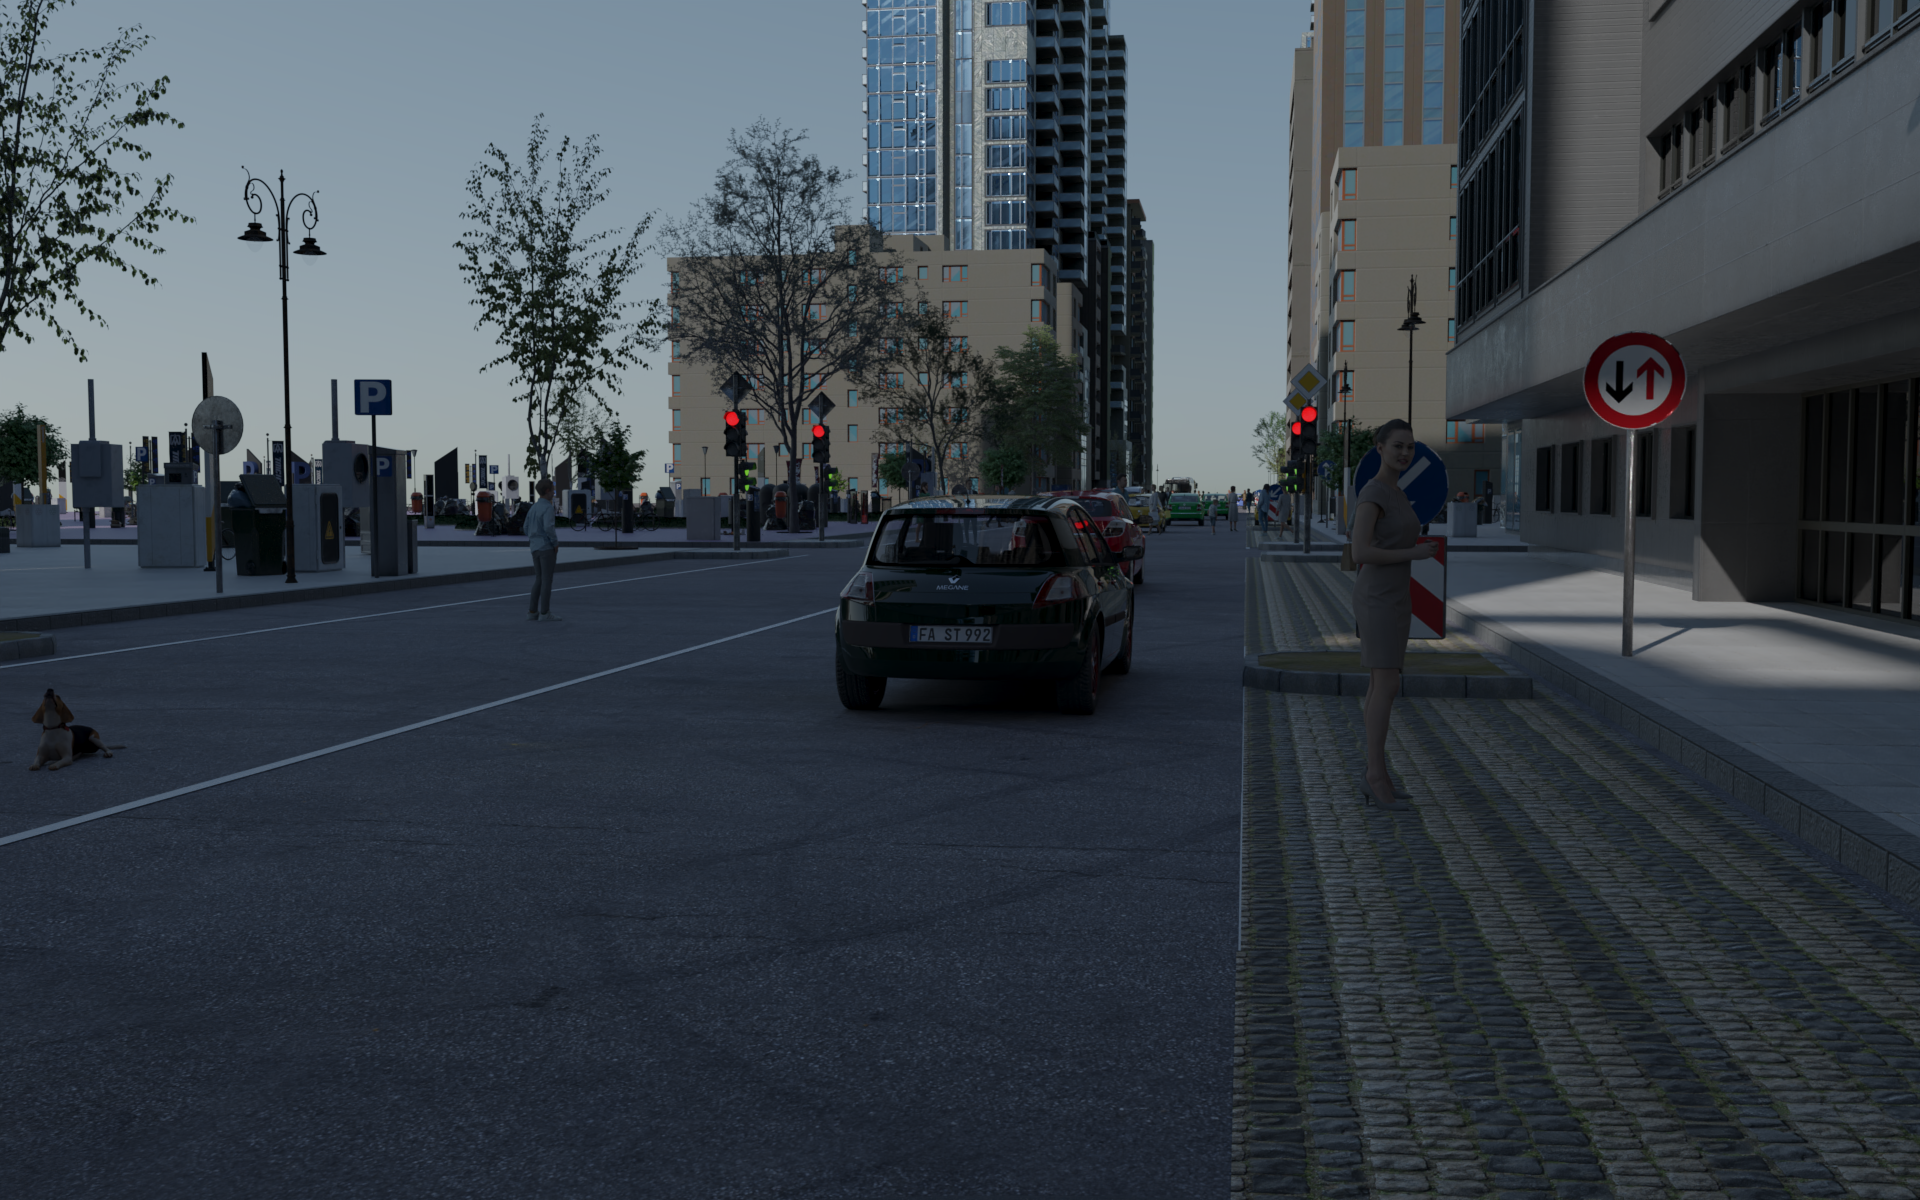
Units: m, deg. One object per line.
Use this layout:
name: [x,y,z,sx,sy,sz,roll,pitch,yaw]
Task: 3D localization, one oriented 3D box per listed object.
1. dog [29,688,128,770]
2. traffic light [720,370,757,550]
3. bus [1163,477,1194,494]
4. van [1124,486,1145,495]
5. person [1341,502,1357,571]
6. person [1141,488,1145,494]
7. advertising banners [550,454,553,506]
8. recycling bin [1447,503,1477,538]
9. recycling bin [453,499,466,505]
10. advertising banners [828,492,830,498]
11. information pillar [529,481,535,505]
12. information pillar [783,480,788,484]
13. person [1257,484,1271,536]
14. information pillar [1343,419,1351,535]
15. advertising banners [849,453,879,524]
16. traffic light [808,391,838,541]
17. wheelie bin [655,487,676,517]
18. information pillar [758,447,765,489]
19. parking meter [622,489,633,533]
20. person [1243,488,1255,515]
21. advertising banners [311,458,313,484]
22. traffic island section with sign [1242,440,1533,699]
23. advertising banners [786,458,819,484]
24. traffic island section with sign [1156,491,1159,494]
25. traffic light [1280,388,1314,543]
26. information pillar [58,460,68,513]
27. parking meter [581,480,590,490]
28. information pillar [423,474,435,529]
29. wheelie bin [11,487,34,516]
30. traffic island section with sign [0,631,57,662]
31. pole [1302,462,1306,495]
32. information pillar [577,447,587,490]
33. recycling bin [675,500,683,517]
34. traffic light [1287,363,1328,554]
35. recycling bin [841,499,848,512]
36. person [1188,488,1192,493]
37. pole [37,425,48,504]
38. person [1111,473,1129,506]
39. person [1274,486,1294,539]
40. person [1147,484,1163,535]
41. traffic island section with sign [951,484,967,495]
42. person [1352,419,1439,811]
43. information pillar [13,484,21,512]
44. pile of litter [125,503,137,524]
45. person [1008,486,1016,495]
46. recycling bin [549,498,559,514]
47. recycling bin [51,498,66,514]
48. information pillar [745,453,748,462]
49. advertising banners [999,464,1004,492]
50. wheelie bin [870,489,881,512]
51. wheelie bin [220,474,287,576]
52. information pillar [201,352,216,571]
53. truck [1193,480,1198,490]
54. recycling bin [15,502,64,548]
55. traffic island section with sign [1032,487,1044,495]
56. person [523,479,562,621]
dog: [-4.738,0.663,9.348,0.550,0.427,0.748,3,4,36]
traffic light: [-5.068,-3.085,39.355,0.839,4.253,0.868,1,4,9]
bus: [23.248,-11.523,183.268,2.948,3.499,13.247,1,4,10]
van: [9.140,-5.278,93.302,2.013,2.044,4.112,1,4,11]
person: [5.695,-0.930,24.192,0.515,1.767,0.782,-3,4,-36]
person: [8.913,-4.619,84.766,0.760,1.731,0.466,-1,4,-9]
advertising banners: [-17.680,-4.817,74.943,0.090,3.025,2.074,-1,4,-9]
recycling bin: [14.919,-2.380,51.467,0.722,1.027,0.722,0,4,2]
recycling bin: [-26.961,-4.922,93.026,0.722,1.027,0.722,-2,4,-29]
advertising banners: [-8.608,-6.910,109.171,0.090,3.025,2.074,2,4,31]
information pillar: [-24.042,-5.680,97.366,0.304,2.012,0.304,0,4,-5]
information pillar: [-9.111,-5.298,91.122,0.304,2.012,0.304,1,4,22]
person: [10.396,-3.082,59.152,0.793,1.790,0.793,1,4,12]
information pillar: [12.113,-3.842,54.177,0.183,3.616,0.504,0,4,0]
advertising banners: [-4.098,-4.760,74.012,0.090,3.025,2.074,-3,5,-41]
traffic light: [-3.763,-3.566,47.233,0.839,4.253,0.868,1,4,9]
wheelie bin: [-12.679,-4.064,74.350,0.693,1.594,0.980,3,4,37]
information pillar: [-9.933,-5.833,86.727,0.504,3.616,0.183,3,5,42]
parking meter: [-10.921,-2.964,56.869,0.372,1.533,0.369,0,3,0]
person: [19.801,-6.756,118.952,0.794,1.824,0.713,-1,4,-16]
advertising banners: [-31.734,-5.401,84.496,0.090,3.025,2.074,-1,4,-10]
traffic island section with sign: [3.151,-0.273,13.088,1.989,1.847,2.006,1,4,9]
advertising banners: [-8.044,-5.733,89.930,2.074,3.025,0.090,1,4,13]
traffic island section with sign: [26.040,-13.385,227.475,1.989,1.847,2.006,1,4,9]
traffic light: [8.781,-3.441,45.178,0.839,4.253,0.868,1,4,9]
information pillar: [-60.539,-7.676,116.860,0.504,3.616,0.183,-2,4,-32]
parking meter: [-15.591,-4.059,72.073,0.399,1.863,0.255,-1,4,-14]
information pillar: [-19.806,-3.677,64.604,0.304,2.012,0.304,-2,4,-34]
wheelie bin: [-43.192,-4.394,79.757,0.693,1.594,0.980,2,4,30]
traffic island section with sign: [-9.147,-0.398,15.127,1.989,1.847,2.006,1,4,9]
pole: [21.721,-7.069,109.429,0.158,3.312,0.155,0,3,0]
information pillar: [-18.934,-5.841,86.850,0.504,3.616,0.183,1,4,16]
recycling bin: [-12.744,-4.148,80.370,0.722,1.027,0.722,-3,5,-41]
traffic light: [7.475,-2.959,37.300,0.839,4.253,0.868,1,4,9]
recycling bin: [-6.271,-5.092,95.808,0.722,1.027,0.722,-2,4,-33]
person: [14.105,-5.934,105.795,0.520,1.790,0.573,3,4,39]
pole: [-27.078,-3.504,51.136,0.158,3.312,0.155,0,3,0]
person: [2.965,-1.476,32.652,0.620,1.820,0.660,2,4,34]
person: [10.209,-2.752,54.250,0.760,1.731,0.466,2,4,27]
person: [6.748,-3.127,59.972,0.624,1.780,0.694,0,4,7]
traffic island section with sign: [-0.049,-3.752,69.971,1.989,1.847,2.006,1,4,9]
person: [2.011,0.049,8.046,0.374,1.781,0.599,2,4,32]
information pillar: [-40.869,-5.127,75.179,0.183,3.616,0.504,1,4,19]
pile of litter: [-35.678,-3.756,75.370,1.176,0.858,1.719,1,4,21]
person: [2.578,-4.678,85.106,0.853,1.813,0.709,-3,4,-38]
recycling bin: [-25.862,-5.942,109.704,0.722,1.027,0.722,1,4,14]
recycling bin: [-57.357,-5.963,110.048,0.722,1.027,0.722,1,4,18]
information pillar: [-12.119,-6.545,98.360,0.183,3.616,0.504,0,4,-3]
advertising banners: [2.241,-6.454,101.706,0.090,3.025,2.074,1,4,20]
wheelie bin: [-5.111,-5.942,105.052,0.693,1.594,0.980,0,4,-4]
wheelie bin: [-11.099,-1.189,27.341,0.693,1.594,0.980,2,4,32]
information pillar: [-12.499,-2.293,28.853,0.183,3.616,0.504,-1,4,-12]
truck: [30.218,-14.455,232.260,3.469,3.379,9.791,1,4,9]
recycling bin: [-22.331,-1.798,41.955,0.722,1.027,0.722,2,4,32]
traffic island section with sign: [4.354,-5.378,96.566,1.989,1.847,2.006,1,4,9]
person: [-4.693,-0.566,19.569,0.330,1.601,0.589,-2,4,-34]
